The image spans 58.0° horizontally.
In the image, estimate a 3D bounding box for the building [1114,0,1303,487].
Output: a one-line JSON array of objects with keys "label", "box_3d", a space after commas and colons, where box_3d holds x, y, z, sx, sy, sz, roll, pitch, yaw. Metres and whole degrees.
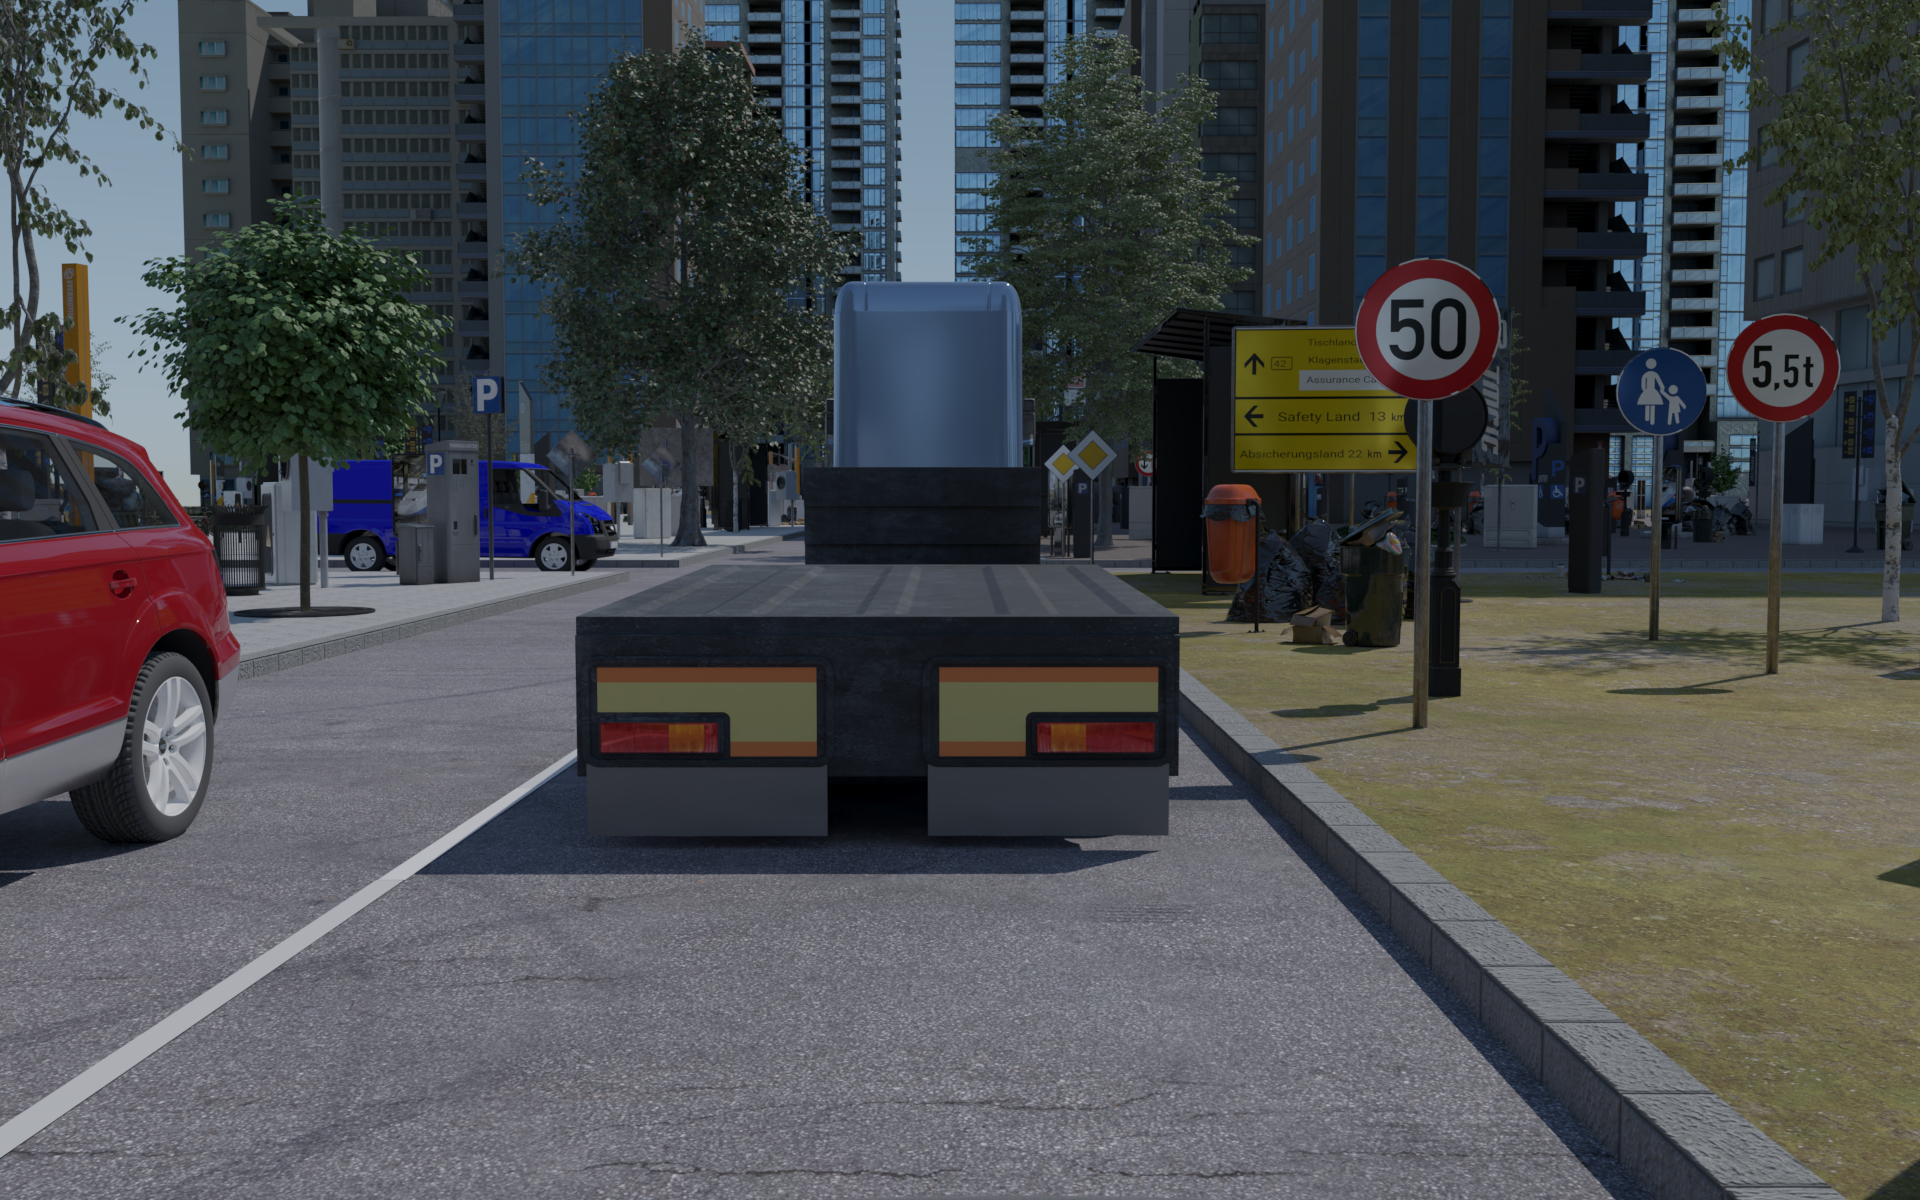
[{"label": "building", "box_3d": [21.235, -30.768, 153.161, 14.600, 45.320, 14.200, 0, 4, 0]}]

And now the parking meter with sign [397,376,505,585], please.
[{"label": "parking meter with sign", "box_3d": [-7.361, -1.760, 25.034, 0.543, 3.016, 1.738, 2, 4, 27]}]

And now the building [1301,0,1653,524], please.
[{"label": "building", "box_3d": [22.305, -26.319, 80.422, 14.600, 45.320, 14.200, 0, 4, 0]}]

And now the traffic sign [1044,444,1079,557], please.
[{"label": "traffic sign", "box_3d": [2.091, -1.922, 35.075, 0.795, 2.450, 0.064, 0, 4, 0]}]

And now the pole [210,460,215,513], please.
[{"label": "pole", "box_3d": [-45.063, -6.762, 104.401, 0.158, 3.312, 0.155, 0, 3, 0]}]

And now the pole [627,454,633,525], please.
[{"label": "pole", "box_3d": [-13.500, -4.709, 70.830, 0.158, 3.312, 0.155, 0, 3, 0]}]

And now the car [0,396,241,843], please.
[{"label": "car", "box_3d": [-4.257, 0.183, 5.676, 2.281, 1.827, 5.304, 0, 4, 0]}]

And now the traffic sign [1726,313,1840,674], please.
[{"label": "traffic sign", "box_3d": [5.812, -0.747, 12.318, 0.768, 2.556, 0.104, 0, 4, 7]}]

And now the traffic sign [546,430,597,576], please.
[{"label": "traffic sign", "box_3d": [-6.074, -1.437, 27.131, 0.795, 2.450, 0.064, 0, 4, 0]}]

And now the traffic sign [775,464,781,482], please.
[{"label": "traffic sign", "box_3d": [-7.743, -4.567, 74.673, 0.884, 2.594, 0.081, 0, 4, 6]}]

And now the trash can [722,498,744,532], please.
[{"label": "trash can", "box_3d": [-7.686, -2.876, 58.681, 0.748, 1.137, 0.748, 0, 3, 0]}]

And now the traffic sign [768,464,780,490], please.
[{"label": "traffic sign", "box_3d": [-7.971, -4.475, 73.279, 0.768, 2.556, 0.104, 0, 4, 7]}]

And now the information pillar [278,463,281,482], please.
[{"label": "information pillar", "box_3d": [-14.485, -2.812, 37.324, 0.504, 3.616, 0.183, 1, 4, 23]}]

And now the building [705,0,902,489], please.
[{"label": "building", "box_3d": [-20.295, -55.166, 214.633, 31.000, 86.520, 22.319, 0, 4, 0]}]

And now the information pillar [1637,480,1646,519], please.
[{"label": "information pillar", "box_3d": [35.184, -5.196, 89.448, 0.304, 2.012, 0.304, -1, 4, -20]}]

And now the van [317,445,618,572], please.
[{"label": "van", "box_3d": [-8.845, -1.646, 31.288, 5.245, 2.365, 2.240, 0, 4, 2]}]

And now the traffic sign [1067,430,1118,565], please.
[{"label": "traffic sign", "box_3d": [2.070, -1.434, 27.090, 0.795, 2.450, 0.064, 0, 4, 0]}]

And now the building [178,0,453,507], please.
[{"label": "building", "box_3d": [-58.456, -33.061, 164.245, 21.600, 48.544, 21.300, 0, 4, 0]}]

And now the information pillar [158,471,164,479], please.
[{"label": "information pillar", "box_3d": [-25.194, -3.057, 54.480, 0.304, 2.012, 0.304, -2, 4, -26]}]

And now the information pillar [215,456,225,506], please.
[{"label": "information pillar", "box_3d": [-44.448, -6.893, 104.055, 0.504, 3.616, 0.183, -2, 4, -29]}]

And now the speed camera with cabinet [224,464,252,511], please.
[{"label": "speed camera with cabinet", "box_3d": [-39.207, -6.098, 94.040, 0.660, 3.252, 2.038, 0, 4, 6]}]

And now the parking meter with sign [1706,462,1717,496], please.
[{"label": "parking meter with sign", "box_3d": [40.327, -5.909, 92.865, 0.543, 3.016, 1.738, 1, 4, 21]}]

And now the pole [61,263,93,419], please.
[{"label": "pole", "box_3d": [-7.844, -1.321, 15.445, 0.158, 3.312, 0.155, 0, 3, 0]}]

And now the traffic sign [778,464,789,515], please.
[{"label": "traffic sign", "box_3d": [-7.597, -4.535, 74.249, 0.768, 2.556, 0.104, 0, 4, 6]}]

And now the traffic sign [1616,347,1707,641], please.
[{"label": "traffic sign", "box_3d": [6.087, -0.918, 15.121, 0.768, 2.556, 0.104, 0, 4, 4]}]

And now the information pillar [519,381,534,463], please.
[{"label": "information pillar", "box_3d": [-8.989, -2.728, 35.959, 0.183, 3.616, 0.504, -3, 5, -41]}]

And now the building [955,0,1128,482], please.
[{"label": "building", "box_3d": [11.021, -55.127, 214.002, 31.000, 86.520, 22.319, 0, 4, 0]}]

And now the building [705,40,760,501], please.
[{"label": "building", "box_3d": [-32.479, -31.145, 163.837, 28.867, 44.769, 22.147, 0, 4, 0]}]

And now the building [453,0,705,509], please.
[{"label": "building", "box_3d": [-25.214, -28.614, 117.948, 14.600, 45.320, 14.200, 0, 4, 0]}]

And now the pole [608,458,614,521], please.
[{"label": "pole", "box_3d": [-13.081, -4.345, 64.883, 0.158, 3.312, 0.155, 0, 3, 0]}]

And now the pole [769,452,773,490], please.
[{"label": "pole", "box_3d": [-9.067, -5.459, 83.090, 0.158, 3.312, 0.155, 0, 3, 0]}]

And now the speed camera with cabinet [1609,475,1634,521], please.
[{"label": "speed camera with cabinet", "box_3d": [31.013, -5.352, 81.840, 0.660, 3.252, 2.038, -1, 4, -14]}]

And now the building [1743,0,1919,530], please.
[{"label": "building", "box_3d": [46.300, -28.755, 59.386, 27.495, 52.752, 28.713, 0, 4, 0]}]

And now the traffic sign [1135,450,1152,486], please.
[{"label": "traffic sign", "box_3d": [5.442, -3.059, 50.121, 0.768, 2.556, 0.104, 0, 4, 3]}]

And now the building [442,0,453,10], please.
[{"label": "building", "box_3d": [-65.824, -55.169, 214.681, 31.000, 86.520, 22.319, 0, 4, 0]}]

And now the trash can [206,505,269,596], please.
[{"label": "trash can", "box_3d": [-9.150, -0.632, 21.981, 0.748, 1.137, 0.748, 0, 3, 0]}]

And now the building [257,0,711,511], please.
[{"label": "building", "box_3d": [-34.760, -27.239, 137.238, 32.217, 40.220, 23.993, 0, 4, 0]}]

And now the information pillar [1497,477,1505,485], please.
[{"label": "information pillar", "box_3d": [22.764, -4.187, 72.956, 0.304, 2.012, 0.304, 1, 4, 20]}]

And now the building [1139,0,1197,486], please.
[{"label": "building", "box_3d": [24.277, -36.041, 131.262, 21.231, 58.520, 28.212, 0, 4, 0]}]

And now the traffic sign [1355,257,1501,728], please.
[{"label": "traffic sign", "box_3d": [2.527, -0.571, 9.437, 0.768, 2.556, 0.104, 1, 4, 8]}]

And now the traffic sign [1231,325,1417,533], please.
[{"label": "traffic sign", "box_3d": [4.427, -1.659, 20.992, 2.265, 3.308, 0.079, 0, 4, 6]}]

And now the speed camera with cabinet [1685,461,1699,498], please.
[{"label": "speed camera with cabinet", "box_3d": [42.658, -6.592, 102.115, 2.038, 3.252, 0.660, -1, 4, -18]}]

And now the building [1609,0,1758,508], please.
[{"label": "building", "box_3d": [62.847, -51.929, 161.709, 31.000, 86.520, 22.319, 0, 4, 0]}]

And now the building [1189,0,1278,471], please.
[{"label": "building", "box_3d": [20.359, -20.262, 102.992, 14.160, 30.474, 14.107, 0, 4, 0]}]

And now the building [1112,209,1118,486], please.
[{"label": "building", "box_3d": [21.640, -24.223, 167.740, 14.160, 30.474, 14.107, 0, 4, 0]}]

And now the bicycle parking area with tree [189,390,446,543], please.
[{"label": "bicycle parking area with tree", "box_3d": [-17.072, -3.731, 47.999, 8.231, 4.147, 9.016, 1, 4, 15]}]

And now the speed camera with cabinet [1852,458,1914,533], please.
[{"label": "speed camera with cabinet", "box_3d": [30.439, -3.840, 57.116, 0.660, 3.252, 2.038, -1, 4, -16]}]

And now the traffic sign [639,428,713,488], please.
[{"label": "traffic sign", "box_3d": [-8.698, -3.623, 53.114, 2.265, 3.308, 0.079, 0, 4, 1]}]

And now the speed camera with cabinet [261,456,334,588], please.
[{"label": "speed camera with cabinet", "box_3d": [-9.285, -1.826, 24.187, 0.660, 3.252, 2.038, -2, 4, -32]}]

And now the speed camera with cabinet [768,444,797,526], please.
[{"label": "speed camera with cabinet", "box_3d": [-7.332, -4.565, 68.973, 0.660, 3.252, 2.038, -3, 5, -43]}]

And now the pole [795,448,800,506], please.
[{"label": "pole", "box_3d": [-7.157, -5.031, 76.095, 0.158, 3.312, 0.155, 0, 3, 0]}]

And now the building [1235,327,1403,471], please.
[{"label": "building", "box_3d": [41.752, -36.506, 216.479, 30.456, 49.044, 23.786, 0, 4, 0]}]

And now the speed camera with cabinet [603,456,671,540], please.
[{"label": "speed camera with cabinet", "box_3d": [-9.213, -3.370, 49.431, 0.660, 3.252, 2.038, 3, 5, 40]}]
